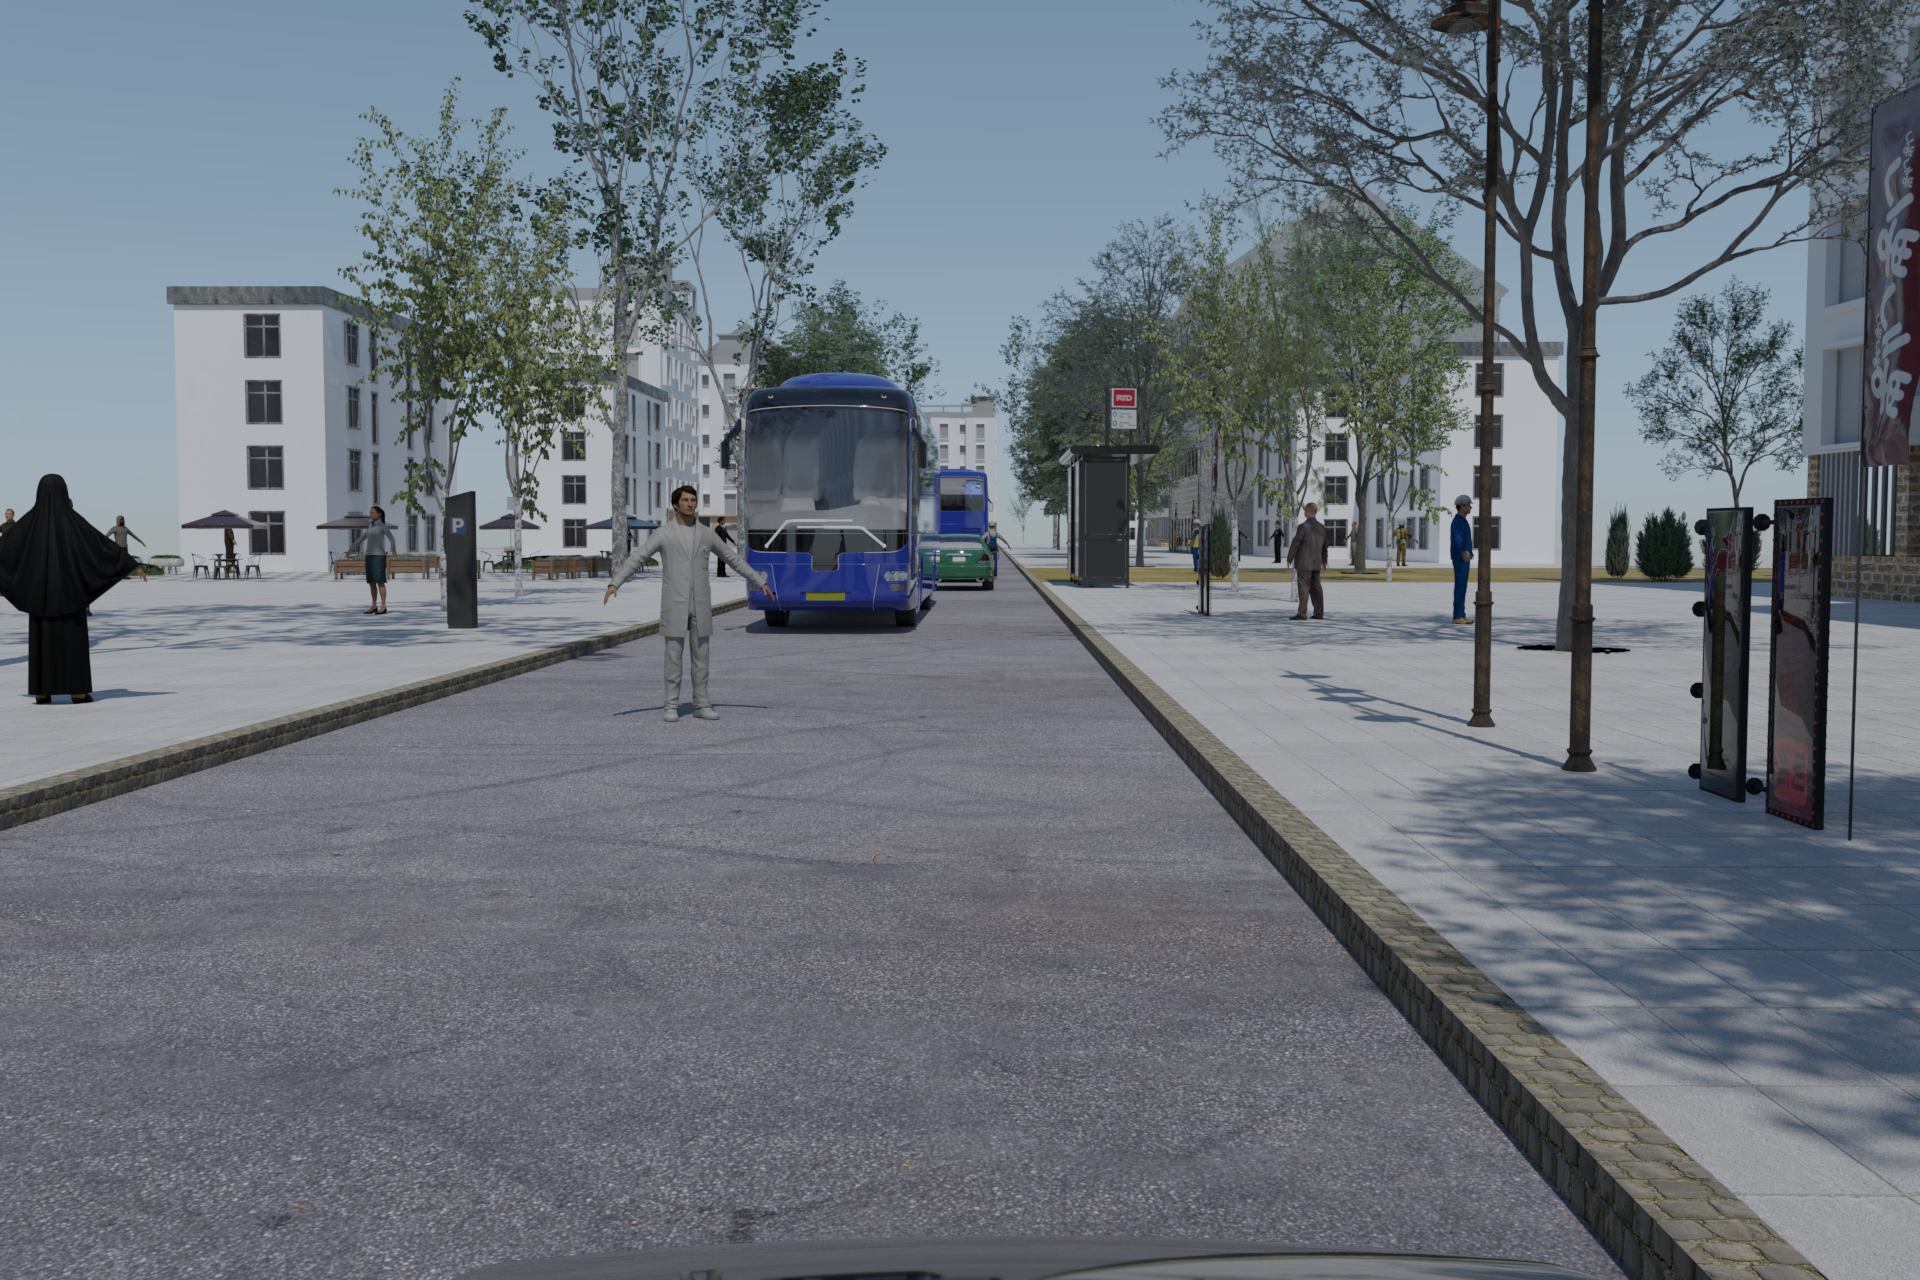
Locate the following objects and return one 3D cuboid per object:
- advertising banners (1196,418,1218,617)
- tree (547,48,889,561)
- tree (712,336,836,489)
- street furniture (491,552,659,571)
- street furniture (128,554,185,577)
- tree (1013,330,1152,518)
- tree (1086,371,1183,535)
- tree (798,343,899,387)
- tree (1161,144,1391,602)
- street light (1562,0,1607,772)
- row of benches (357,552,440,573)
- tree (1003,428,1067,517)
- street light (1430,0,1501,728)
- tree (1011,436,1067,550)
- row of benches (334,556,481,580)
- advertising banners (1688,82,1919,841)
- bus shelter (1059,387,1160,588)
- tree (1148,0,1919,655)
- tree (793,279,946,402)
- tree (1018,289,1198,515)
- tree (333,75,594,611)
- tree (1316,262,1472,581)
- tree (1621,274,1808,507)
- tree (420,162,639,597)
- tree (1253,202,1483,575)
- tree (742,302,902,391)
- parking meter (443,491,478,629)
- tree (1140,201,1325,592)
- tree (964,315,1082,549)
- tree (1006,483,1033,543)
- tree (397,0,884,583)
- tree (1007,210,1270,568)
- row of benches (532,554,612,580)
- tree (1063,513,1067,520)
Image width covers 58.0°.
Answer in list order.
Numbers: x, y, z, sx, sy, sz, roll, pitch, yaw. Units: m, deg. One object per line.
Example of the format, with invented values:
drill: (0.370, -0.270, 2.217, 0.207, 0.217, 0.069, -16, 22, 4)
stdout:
advertising banners: (3.878, -1.896, 27.181, 0.090, 3.025, 2.074, 0, 4, 1)
tree: (-9.561, -13.007, 68.561, 12.611, 20.169, 13.585, 0, 3, 0)
tree: (-8.220, -9.035, 82.138, 7.601, 10.594, 8.767, -1, 4, -11)
street furniture: (-14.565, -3.063, 65.705, 5.734, 0.657, 10.072, 0, 4, -2)
street furniture: (-29.100, -2.290, 53.073, 10.072, 0.657, 5.734, 0, 4, 2)
tree: (7.453, -12.068, 103.972, 9.857, 13.997, 8.962, 0, 3, 0)
tree: (7.499, -7.765, 77.320, 4.737, 8.622, 4.395, 0, 3, 0)
tree: (-7.747, -12.589, 112.484, 9.857, 13.997, 8.962, 0, 3, 0)
tree: (6.519, -5.023, 32.481, 4.360, 8.622, 3.978, 0, 3, 0)
street light: (3.364, -2.229, 9.230, 0.468, 5.910, 1.993, 0, 4, 1)
row of benches: (-18.688, -2.586, 57.748, 4.104, 0.672, 1.422, 2, 4, 30)
tree: (7.429, -11.333, 119.708, 8.767, 10.594, 7.601, -3, 5, -43)
street light: (3.481, -2.361, 11.383, 0.468, 5.910, 1.993, 0, 4, 1)
tree: (7.575, -12.358, 136.464, 8.767, 10.594, 7.601, 2, 4, 34)
row of benches: (-15.613, -2.069, 49.284, 4.104, 0.672, 1.422, 0, 4, -4)
advertising banners: (3.725, -0.702, 7.670, 0.090, 3.025, 2.074, 0, 4, 1)
bus shelter: (3.737, -4.122, 45.032, 2.179, 5.291, 8.768, 0, 4, 1)
tree: (6.582, -6.614, 18.512, 12.009, 13.543, 11.850, 0, 3, 0)
tree: (-7.371, -16.594, 127.202, 12.611, 20.169, 13.585, 0, 3, 0)
tree: (7.906, -11.277, 91.036, 9.857, 13.997, 8.962, 0, 3, 0)
tree: (-8.495, -4.803, 28.889, 4.737, 8.622, 4.395, 0, 3, 0)
tree: (11.592, -5.878, 46.462, 4.737, 8.622, 4.395, 0, 3, 0)
tree: (27.779, -7.768, 61.418, 8.767, 10.594, 7.601, 2, 4, 27)
tree: (-8.838, -5.202, 35.407, 4.737, 8.622, 4.395, 0, 3, 0)
tree: (12.857, -7.908, 55.049, 9.928, 11.665, 9.643, 0, 3, 0)
tree: (-7.650, -11.620, 96.646, 9.857, 13.997, 8.962, 0, 3, 0)
parking meter: (-6.779, -1.088, 23.500, 0.399, 1.863, 0.255, 0, 4, 2)
tree: (6.038, -5.353, 37.886, 4.737, 8.622, 4.395, 0, 3, 0)
tree: (7.224, -18.025, 150.603, 12.611, 20.169, 13.585, 0, 3, 0)
tree: (9.093, -17.844, 242.109, 4.360, 8.622, 3.978, 0, 3, 0)
tree: (-8.446, -11.643, 46.257, 12.611, 20.169, 13.585, 0, 3, 0)
tree: (6.980, -9.534, 66.255, 12.009, 13.543, 11.850, 0, 3, 0)
row of benches: (-11.176, -2.128, 50.258, 1.422, 0.672, 4.104, 1, 4, 14)
tree: (16.658, -17.935, 243.605, 4.360, 8.622, 3.978, 0, 3, 0)
